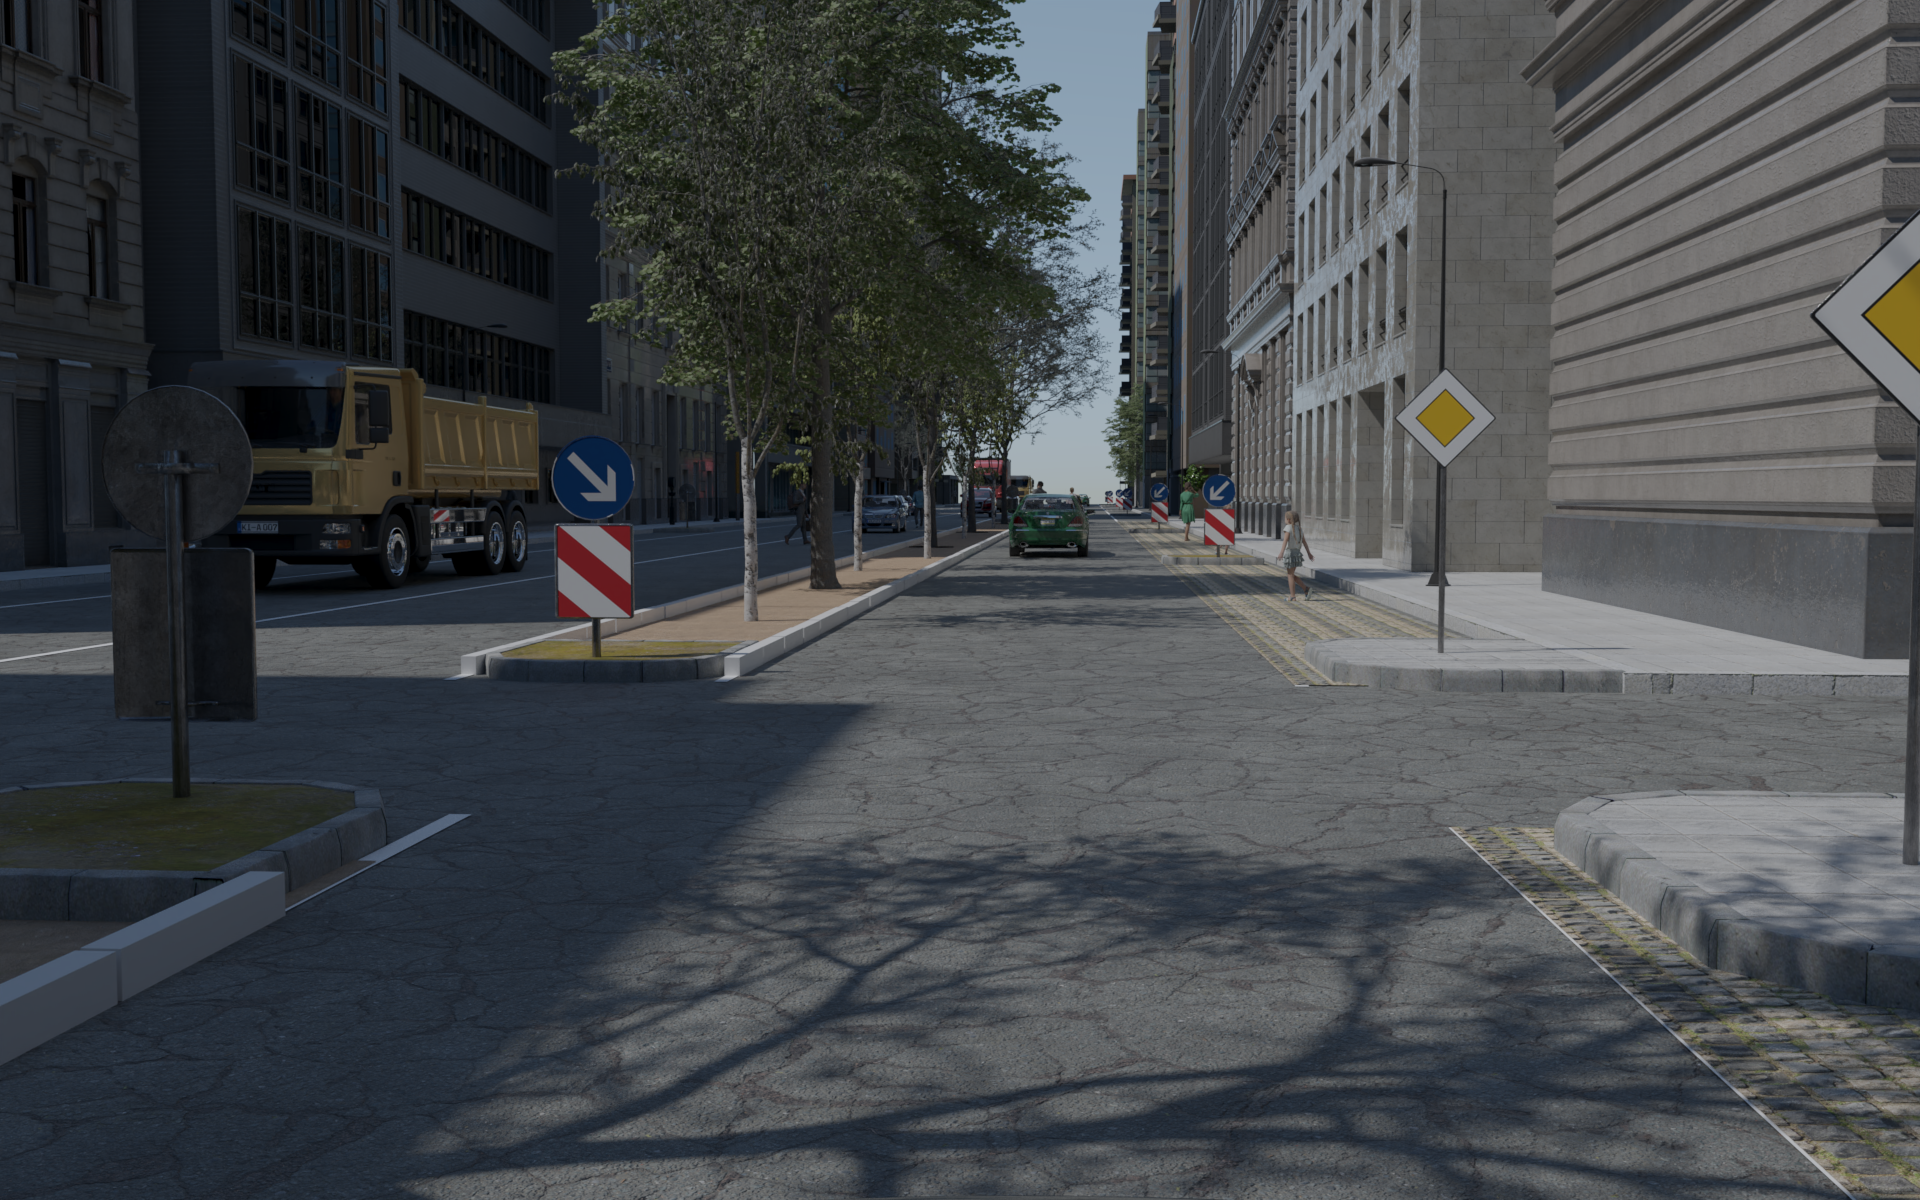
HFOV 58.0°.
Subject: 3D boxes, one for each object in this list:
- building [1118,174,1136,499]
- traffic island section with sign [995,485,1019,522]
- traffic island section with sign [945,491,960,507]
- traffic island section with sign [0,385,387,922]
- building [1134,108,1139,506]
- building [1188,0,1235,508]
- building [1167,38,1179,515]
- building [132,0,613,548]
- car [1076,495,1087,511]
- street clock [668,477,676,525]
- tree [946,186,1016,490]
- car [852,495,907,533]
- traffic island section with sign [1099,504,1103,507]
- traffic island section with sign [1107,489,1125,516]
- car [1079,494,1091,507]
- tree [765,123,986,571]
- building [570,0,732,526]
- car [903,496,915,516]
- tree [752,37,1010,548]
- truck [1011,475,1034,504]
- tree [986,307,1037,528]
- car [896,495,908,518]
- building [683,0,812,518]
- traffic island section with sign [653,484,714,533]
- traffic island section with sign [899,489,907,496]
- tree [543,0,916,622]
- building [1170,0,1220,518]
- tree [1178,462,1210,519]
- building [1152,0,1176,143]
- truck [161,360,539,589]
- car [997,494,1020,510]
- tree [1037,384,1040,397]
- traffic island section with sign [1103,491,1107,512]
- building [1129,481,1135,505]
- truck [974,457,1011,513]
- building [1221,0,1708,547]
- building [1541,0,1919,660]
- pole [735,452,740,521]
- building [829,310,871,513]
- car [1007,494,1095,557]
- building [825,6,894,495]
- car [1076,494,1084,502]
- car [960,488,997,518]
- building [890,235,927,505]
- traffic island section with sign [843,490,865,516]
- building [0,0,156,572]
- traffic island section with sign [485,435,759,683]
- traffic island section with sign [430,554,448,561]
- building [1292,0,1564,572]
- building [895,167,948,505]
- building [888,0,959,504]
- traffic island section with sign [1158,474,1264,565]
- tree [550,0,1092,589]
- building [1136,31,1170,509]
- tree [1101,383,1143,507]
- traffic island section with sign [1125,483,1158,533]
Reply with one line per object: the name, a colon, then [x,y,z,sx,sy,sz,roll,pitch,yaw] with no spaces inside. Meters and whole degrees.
building: [32.497,-35.328,232.229,22.147,44.769,28.867,0,4,4]
traffic island section with sign: [2.664,-4.950,89.068,2.006,1.907,1.989,0,4,4]
traffic island section with sign: [-0.652,-11.533,197.184,1.989,1.847,2.006,0,4,4]
traffic island section with sign: [-3.353,0.085,6.741,2.006,1.907,1.989,0,4,4]
building: [25.903,-30.757,186.476,14.154,41.232,14.086,0,4,4]
building: [17.955,-17.287,76.149,14.314,27.812,24.014,0,4,4]
building: [20.592,-20.892,113.280,14.160,30.474,14.107,0,4,4]
building: [-20.630,-14.004,48.033,14.314,24.678,30.058,0,4,4]
car: [5.332,-4.706,86.735,2.009,1.686,4.222,0,4,6]
street clock: [-11.961,-4.121,71.941,0.358,2.002,0.471,0,4,4]
tree: [-0.715,-5.190,37.673,4.360,8.622,3.978,0,3,0]
car: [-2.998,-3.241,64.989,2.014,1.417,4.499,0,4,3]
traffic island section with sign: [16.874,-11.455,195.910,1.989,1.847,2.006,0,4,4]
traffic island section with sign: [10.848,-6.415,113.521,1.989,1.847,2.006,0,4,4]
car: [13.959,-11.443,198.883,2.131,1.459,4.920,0,4,5]
tree: [-1.909,-4.848,32.086,4.737,8.622,4.395,0,3,0]
building: [-18.335,-17.054,76.099,12.463,27.353,25.104,0,4,4]
car: [-3.955,-6.144,113.033,1.945,1.354,3.894,0,4,6]
tree: [-0.787,-8.134,45.820,12.009,13.543,11.850,0,3,0]
truck: [6.194,-11.318,180.974,3.469,3.379,9.791,0,4,5]
tree: [0.113,-6.266,55.277,4.737,8.622,4.395,0,3,0]
car: [-4.123,-5.602,103.960,2.083,1.381,4.827,0,4,2]
building: [-20.119,-29.200,101.114,21.300,48.544,21.600,0,4,4]
traffic island section with sign: [-10.305,-3.449,65.012,1.989,1.847,2.006,0,4,4]
traffic island section with sign: [-4.684,-8.155,141.964,1.989,1.847,2.006,0,4,4]
tree: [-2.340,-4.042,18.906,4.360,8.622,3.978,0,3,0]
building: [19.582,-27.439,98.735,14.600,45.320,14.200,0,4,4]
tree: [12.155,-5.881,90.760,1.663,3.219,1.824,0,3,0]
building: [26.116,-29.316,133.946,22.147,44.769,28.867,0,4,4]
truck: [-9.571,-1.977,28.244,3.469,3.379,9.791,0,4,4]
car: [4.220,-8.912,154.387,2.281,1.827,5.304,0,4,4]
tree: [1.368,-7.305,72.248,4.737,8.622,4.395,0,3,0]
traffic island section with sign: [12.812,-8.063,140.450,1.989,1.847,2.006,0,4,4]
building: [36.433,-31.384,205.013,32.217,40.220,23.993,0,4,4]
truck: [2.461,-8.923,134.801,2.839,4.237,11.283,0,4,5]
building: [14.179,-13.802,54.537,11.050,23.489,19.941,0,4,4]
building: [16.576,-11.495,16.822,19.941,23.489,11.050,0,4,4]
pole: [-10.732,-5.486,83.545,0.158,3.312,0.155,0,3,0]
building: [-22.137,-17.267,127.355,27.650,21.520,28.899,0,4,4]
car: [2.139,-1.788,41.028,2.131,1.459,4.920,0,4,4]
building: [-13.279,-30.424,147.550,14.600,45.320,14.200,0,4,4]
car: [11.516,-10.098,175.318,2.015,1.641,3.980,0,4,3]
car: [1.169,-6.041,107.439,2.281,1.827,5.304,0,4,4]
building: [-10.821,-25.034,181.005,14.160,30.474,14.107,0,4,4]
traffic island section with sign: [-6.658,-6.511,115.080,1.989,1.847,2.006,0,4,4]
building: [-20.700,-10.692,23.969,9.793,20.994,18.267,0,4,4]
traffic island section with sign: [-2.804,-0.366,14.128,2.006,1.907,1.989,0,4,4]
traffic island section with sign: [-12.305,-1.779,37.717,1.989,1.847,2.006,0,4,4]
building: [13.212,-11.077,35.855,10.420,20.320,16.860,0,4,4]
building: [-13.000,-33.541,203.018,22.147,44.769,28.867,0,4,4]
building: [-10.694,-48.258,227.271,20.563,71.187,20.611,0,4,4]
traffic island section with sign: [5.158,-1.649,35.582,1.989,1.847,2.006,0,4,4]
tree: [-1.980,-6.402,25.249,7.486,12.596,7.792,0,3,0]
building: [23.643,-28.933,156.654,14.154,41.232,14.086,0,4,4]
tree: [18.142,-15.753,175.692,7.486,12.596,7.792,0,3,0]
traffic island section with sign: [7.200,-3.370,63.728,1.989,1.847,2.006,0,4,4]
